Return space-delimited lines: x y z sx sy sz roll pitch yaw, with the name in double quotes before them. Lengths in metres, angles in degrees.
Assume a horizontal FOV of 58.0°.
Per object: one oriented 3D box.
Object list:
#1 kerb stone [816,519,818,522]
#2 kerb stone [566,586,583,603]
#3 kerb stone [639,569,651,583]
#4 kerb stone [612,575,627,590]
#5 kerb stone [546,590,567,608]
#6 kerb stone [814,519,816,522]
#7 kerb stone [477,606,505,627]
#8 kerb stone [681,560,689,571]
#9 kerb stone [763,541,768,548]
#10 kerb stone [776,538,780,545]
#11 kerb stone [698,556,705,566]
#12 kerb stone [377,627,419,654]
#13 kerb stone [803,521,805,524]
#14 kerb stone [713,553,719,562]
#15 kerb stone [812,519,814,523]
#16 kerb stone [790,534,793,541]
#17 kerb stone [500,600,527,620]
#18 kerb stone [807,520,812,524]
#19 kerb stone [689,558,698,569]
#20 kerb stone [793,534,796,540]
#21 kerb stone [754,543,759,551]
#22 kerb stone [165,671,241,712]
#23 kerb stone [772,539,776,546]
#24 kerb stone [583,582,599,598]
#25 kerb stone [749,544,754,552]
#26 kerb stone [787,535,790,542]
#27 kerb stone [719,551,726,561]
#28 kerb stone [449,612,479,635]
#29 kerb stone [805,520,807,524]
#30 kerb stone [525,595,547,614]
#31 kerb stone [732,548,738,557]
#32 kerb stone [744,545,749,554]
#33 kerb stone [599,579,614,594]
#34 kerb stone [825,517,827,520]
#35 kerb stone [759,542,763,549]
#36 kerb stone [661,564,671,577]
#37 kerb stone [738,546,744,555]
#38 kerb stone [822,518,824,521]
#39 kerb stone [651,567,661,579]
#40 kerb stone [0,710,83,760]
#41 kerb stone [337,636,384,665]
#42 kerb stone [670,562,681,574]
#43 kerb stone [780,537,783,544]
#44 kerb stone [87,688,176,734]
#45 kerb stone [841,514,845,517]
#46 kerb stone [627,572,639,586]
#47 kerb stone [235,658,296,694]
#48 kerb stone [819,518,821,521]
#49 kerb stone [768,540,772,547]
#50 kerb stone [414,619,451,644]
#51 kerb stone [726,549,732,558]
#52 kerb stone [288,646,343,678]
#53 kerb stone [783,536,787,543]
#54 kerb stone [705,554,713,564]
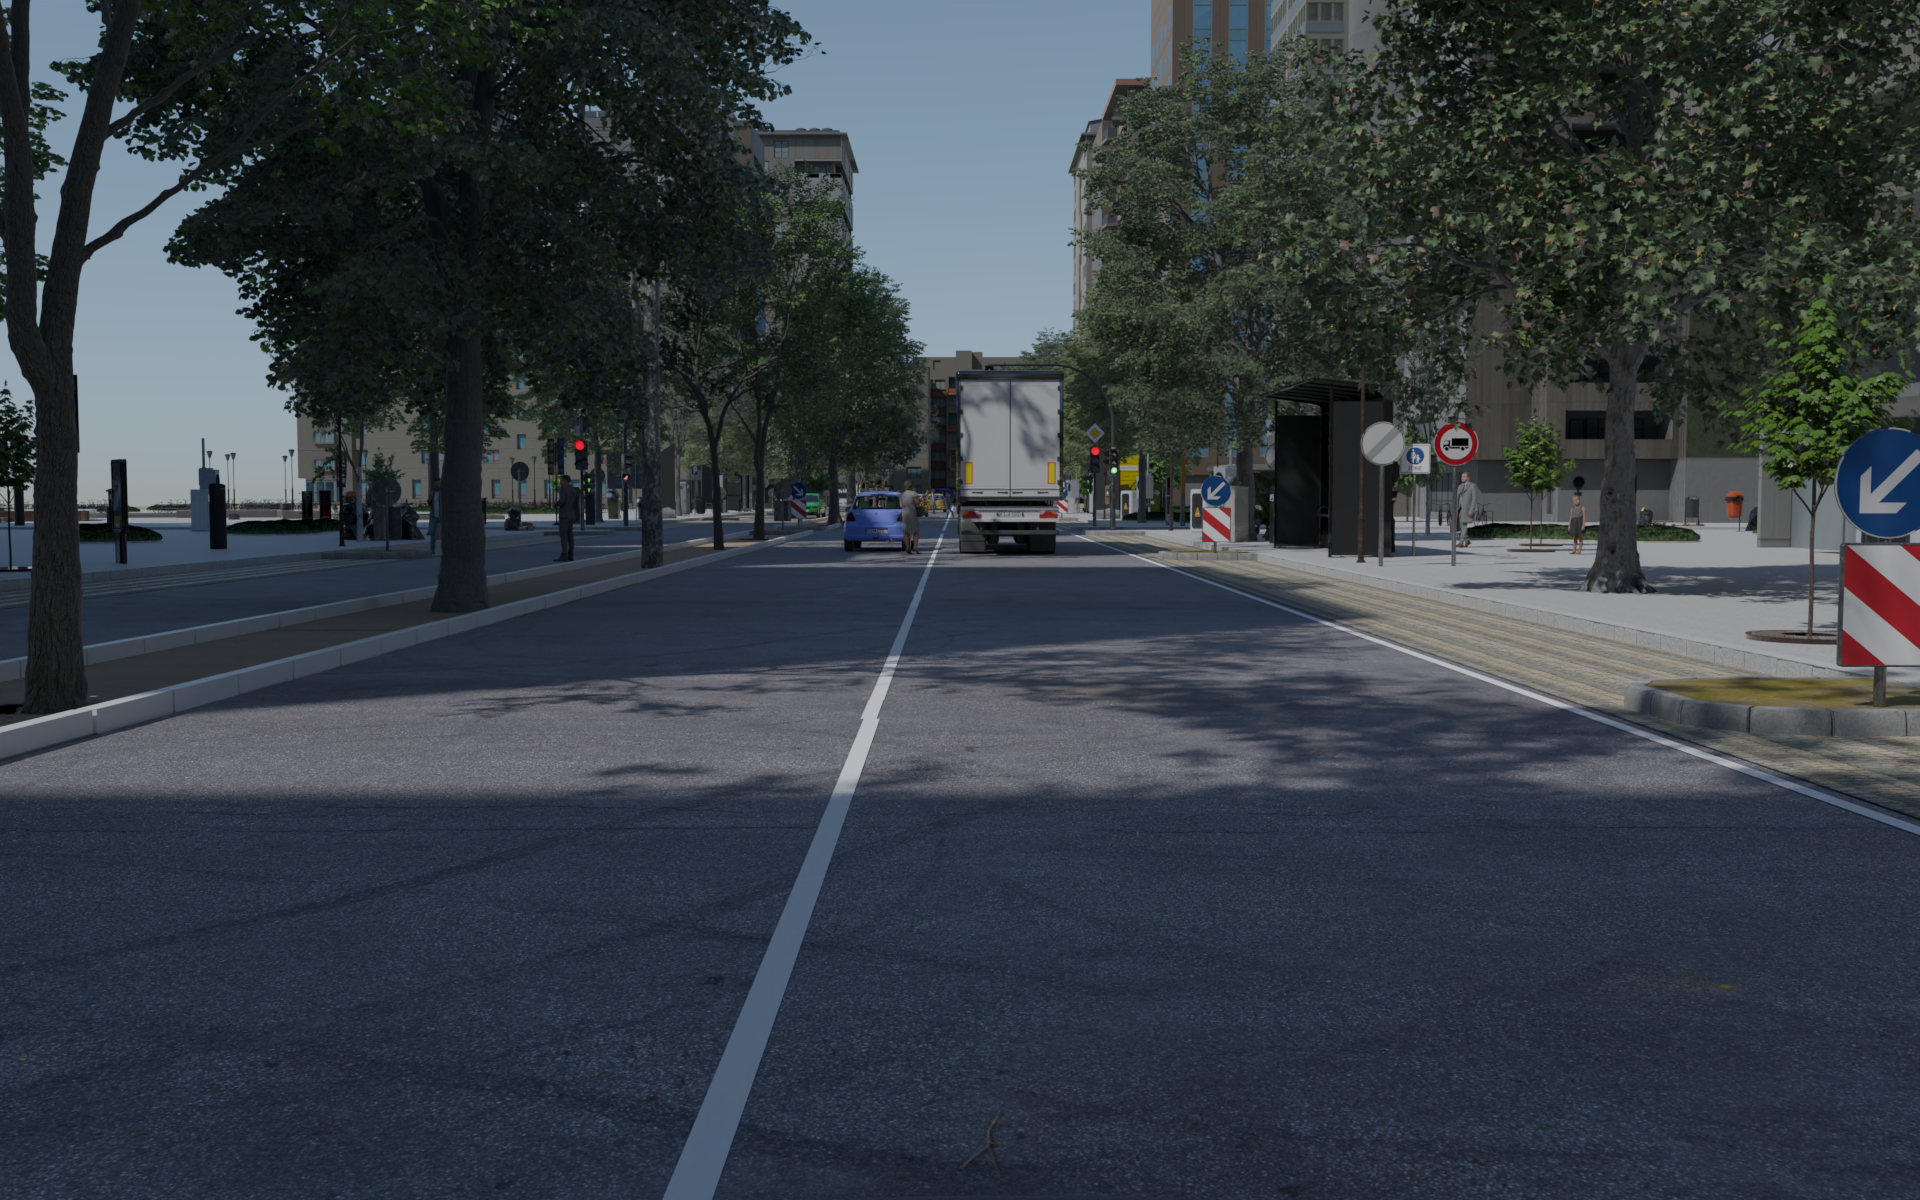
"kerb stone" -7.403 -3.979 87.246 0.120 0.150 1.000 0 3 0
"kerb stone" -5.241 -0.056 23.135 0.120 0.150 1.000 0 3 0
"kerb stone" -5.232 -0.371 28.262 0.120 0.150 1.000 0 3 0
"kerb stone" -5.239 -0.243 26.213 0.120 0.150 1.000 0 3 0
"kerb stone" -5.228 0.007 22.110 0.120 0.150 1.000 0 3 0
"kerb stone" -7.406 -3.910 86.224 0.120 0.150 1.000 0 3 0
"kerb stone" -5.225 0.196 19.031 0.120 0.150 1.000 0 3 0
"kerb stone" -5.242 -0.620 32.359 0.120 0.150 1.000 0 3 0
"kerb stone" -5.254 -1.437 45.684 0.120 0.150 1.000 0 3 0
"kerb stone" -5.257 -1.624 48.757 0.120 0.150 1.000 0 3 0
"kerb stone" -5.242 -0.747 34.416 0.120 0.150 1.000 0 3 0
"kerb stone" -5.223 0.382 15.955 0.120 0.150 1.000 0 3 0
"kerb stone" -7.387 -3.540 80.077 0.120 0.150 1.000 0 3 0
"kerb stone" -5.246 -0.873 36.461 0.120 0.150 1.000 0 3 0
"kerb stone" -7.400 -3.854 85.200 0.120 0.150 1.000 0 3 0
"kerb stone" -5.268 -1.876 52.862 0.120 0.150 1.000 0 3 0
"kerb stone" -5.230 0.131 20.053 0.120 0.150 1.000 0 3 0
"kerb stone" -7.399 -3.791 84.176 0.120 0.150 1.000 0 3 0
"kerb stone" -5.243 -0.685 33.390 0.120 0.150 1.000 0 3 0
"kerb stone" -5.276 -1.938 53.885 0.120 0.150 1.000 0 3 0
"kerb stone" -5.252 -1.312 43.639 0.120 0.150 1.000 0 3 0
"kerb stone" -5.209 0.632 11.858 0.120 0.150 1.000 0 3 0
"kerb stone" -5.258 -1.558 47.736 0.120 0.150 1.000 0 3 0
"kerb stone" -5.234 -0.120 24.162 0.120 0.150 1.000 0 3 0
"kerb stone" -5.249 -1.249 42.617 0.120 0.150 1.000 0 3 0
"kerb stone" -5.261 -1.813 51.840 0.120 0.150 1.000 0 3 0
"kerb stone" -5.242 -0.935 37.487 0.120 0.150 1.000 0 3 0
"kerb stone" -5.223 0.259 18.007 0.120 0.150 1.000 0 3 0
"kerb stone" -7.397 -3.595 81.099 0.120 0.150 1.000 0 3 0
"kerb stone" -5.234 0.068 21.088 0.120 0.150 1.000 0 3 0
"kerb stone" -5.249 -1.060 39.532 0.120 0.150 1.000 0 3 0
"kerb stone" -5.249 -1.186 41.587 0.120 0.150 1.000 0 3 0
"kerb stone" -5.235 -0.183 25.191 0.120 0.150 1.000 0 3 0
"kerb stone" -7.413 -4.348 93.390 0.120 0.150 1.000 0 3 0
"kerb stone" -5.254 -1.374 44.663 0.120 0.150 1.000 0 3 0
"kerb stone" -5.239 -0.490 30.308 0.120 0.150 1.000 0 3 0
"kerb stone" -5.249 -1.123 40.553 0.120 0.150 1.000 0 3 0
"kerb stone" -7.405 -4.229 91.345 0.120 0.150 1.000 0 3 0
"kerb stone" -5.237 -0.430 29.284 0.120 0.150 1.000 0 3 0
"kerb stone" -5.224 0.758 9.813 0.120 0.150 1.000 0 3 0
"kerb stone" -5.217 0.444 14.933 0.120 0.150 1.000 0 3 0
"kerb stone" -5.239 -0.559 31.329 0.120 0.150 1.000 0 3 0
"kerb stone" -5.260 -1.687 49.781 0.120 0.150 1.000 0 3 0
"kerb stone" -5.211 0.695 10.835 0.120 0.150 1.000 0 3 0
"kerb stone" -7.428 -5.484 111.862 0.120 0.150 1.000 0 3 0
"kerb stone" -5.241 -0.308 27.239 0.120 0.150 1.000 0 3 0
"kerb stone" -5.215 0.571 12.885 0.120 0.150 1.000 0 3 0
"kerb stone" -7.400 -4.102 89.290 0.120 0.150 1.000 0 3 0
"kerb stone" -5.252 -1.499 46.709 0.120 0.150 1.000 0 3 0
"kerb stone" -5.225 0.319 16.985 0.120 0.150 1.000 0 3 0
"kerb stone" -5.253 -0.992 38.509 0.120 0.150 1.000 0 3 0
"kerb stone" -5.215 0.507 13.907 0.120 0.150 1.000 0 3 0
"kerb stone" -5.269 -1.750 50.809 0.120 0.150 1.000 0 3 0
"kerb stone" -5.244 -0.807 35.438 0.120 0.150 1.000 0 3 0
